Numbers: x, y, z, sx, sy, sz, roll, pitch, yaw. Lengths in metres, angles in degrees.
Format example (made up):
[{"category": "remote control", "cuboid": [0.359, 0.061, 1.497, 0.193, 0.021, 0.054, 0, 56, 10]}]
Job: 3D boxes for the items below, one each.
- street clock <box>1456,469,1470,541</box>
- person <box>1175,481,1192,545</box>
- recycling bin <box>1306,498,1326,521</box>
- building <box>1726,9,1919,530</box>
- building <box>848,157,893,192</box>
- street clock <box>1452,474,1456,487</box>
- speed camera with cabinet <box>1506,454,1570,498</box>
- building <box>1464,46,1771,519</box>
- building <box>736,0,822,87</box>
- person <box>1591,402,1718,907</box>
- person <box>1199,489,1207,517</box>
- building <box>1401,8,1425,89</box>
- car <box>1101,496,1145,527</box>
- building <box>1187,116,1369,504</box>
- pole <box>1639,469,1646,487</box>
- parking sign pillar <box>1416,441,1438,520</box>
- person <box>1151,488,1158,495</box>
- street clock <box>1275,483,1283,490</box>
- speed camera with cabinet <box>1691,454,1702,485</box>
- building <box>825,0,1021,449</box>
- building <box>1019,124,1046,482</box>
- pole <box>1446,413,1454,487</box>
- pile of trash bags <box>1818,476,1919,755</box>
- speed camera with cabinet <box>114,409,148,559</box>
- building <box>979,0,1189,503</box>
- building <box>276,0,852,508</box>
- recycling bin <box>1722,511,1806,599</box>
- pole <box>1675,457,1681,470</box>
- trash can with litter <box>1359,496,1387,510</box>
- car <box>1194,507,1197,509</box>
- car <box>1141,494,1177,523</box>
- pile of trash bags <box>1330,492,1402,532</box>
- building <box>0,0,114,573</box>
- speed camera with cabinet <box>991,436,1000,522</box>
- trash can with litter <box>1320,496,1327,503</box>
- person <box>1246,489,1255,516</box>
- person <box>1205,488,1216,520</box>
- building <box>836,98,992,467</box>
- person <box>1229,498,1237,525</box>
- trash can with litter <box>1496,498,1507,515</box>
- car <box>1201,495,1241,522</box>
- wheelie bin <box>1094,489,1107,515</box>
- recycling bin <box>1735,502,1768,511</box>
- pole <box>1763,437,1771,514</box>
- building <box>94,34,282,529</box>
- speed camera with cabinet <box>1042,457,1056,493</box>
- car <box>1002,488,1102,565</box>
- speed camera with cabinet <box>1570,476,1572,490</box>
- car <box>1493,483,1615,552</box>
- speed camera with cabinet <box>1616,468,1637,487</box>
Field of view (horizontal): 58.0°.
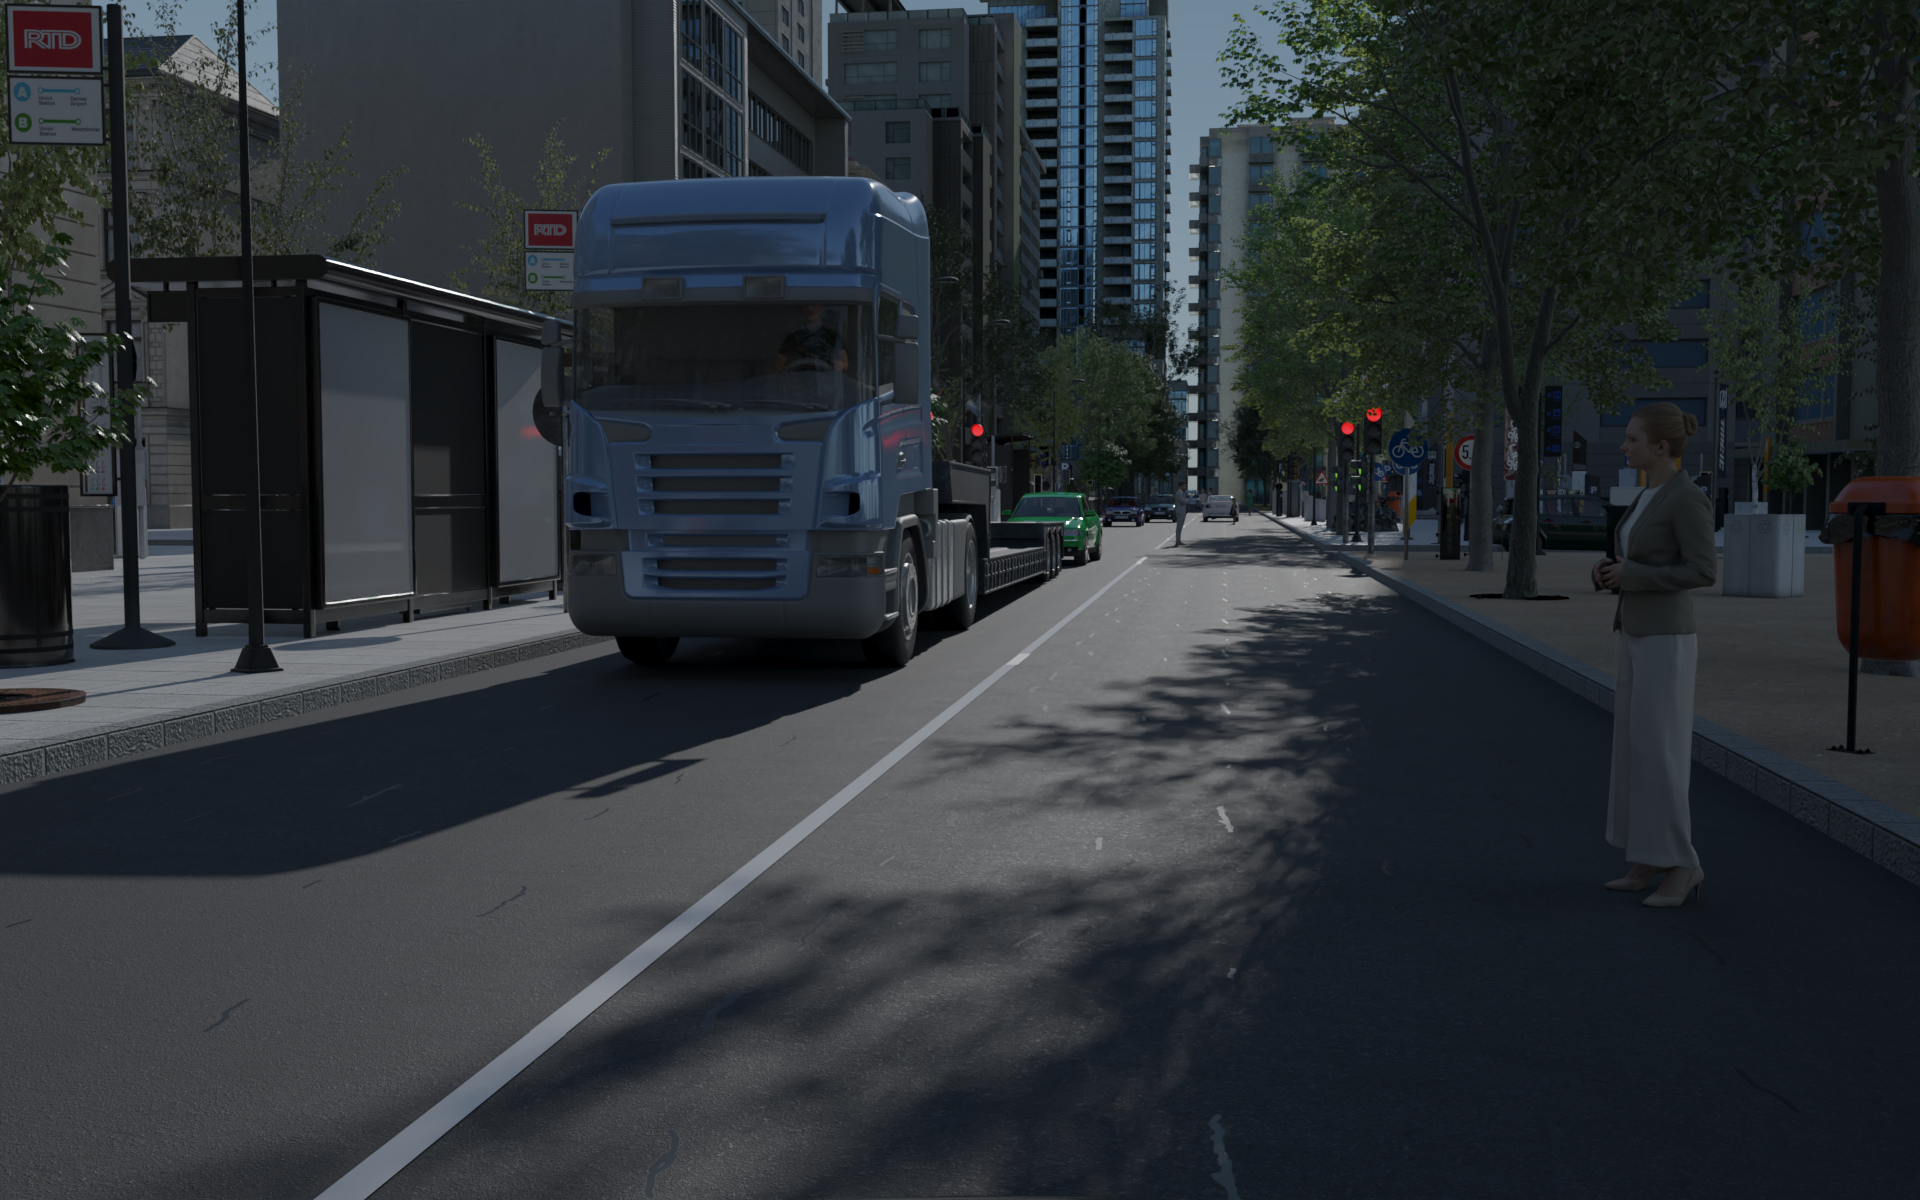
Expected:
[{"category": "street clock", "cuboid": [13.855, -2.604, 47.148, 0.471, 2.002, 0.358, -3, 5, -43]}, {"category": "person", "cuboid": [6.252, -2.434, 48.477, 0.466, 1.800, 0.511, 0, 4, 5]}, {"category": "recycling bin", "cuboid": [16.821, -4.237, 81.835, 0.722, 1.027, 0.722, 2, 4, 34]}, {"category": "building", "cuboid": [43.929, -24.914, 61.965, 28.867, 44.769, 22.147, 1, 4, 9]}, {"category": "building", "cuboid": [-9.004, -16.168, 100.504, 11.583, 22.565, 21.152, 1, 4, 9]}, {"category": "street clock", "cuboid": [17.346, -3.417, 60.444, 0.471, 2.002, 0.358, 1, 4, 21]}, {"category": "speed camera with cabinet", "cuboid": [21.208, -4.249, 63.808, 2.038, 3.252, 0.660, 1, 4, 10]}, {"category": "building", "cuboid": [38.347, -34.224, 101.556, 21.231, 58.520, 28.212, 1, 4, 9]}, {"category": "building", "cuboid": [-26.238, -45.433, 181.076, 20.611, 71.187, 20.563, 1, 4, 9]}, {"category": "person", "cuboid": [2.451, 0.174, 6.205, 0.362, 1.759, 0.519, 0, 4, 0]}, {"category": "person", "cuboid": [15.431, -6.104, 108.965, 0.731, 1.740, 0.598, -1, 4, -14]}, {"category": "building", "cuboid": [52.450, -33.327, 164.496, 23.786, 49.044, 30.456, 1, 4, 9]}, {"category": "car", "cuboid": [7.299, -3.952, 77.191, 1.945, 1.354, 3.894, 1, 4, 8]}, {"category": "building", "cuboid": [44.810, -36.894, 222.826, 30.456, 49.044, 23.786, 1, 4, 9]}, {"category": "pole", "cuboid": [21.567, -3.723, 54.712, 0.158, 3.312, 0.155, 0, 3, 0]}, {"category": "parking sign pillar", "cuboid": [23.631, -6.068, 87.690, 1.447, 3.967, 1.447, -3, 5, -42]}, {"category": "person", "cuboid": [11.173, -5.561, 99.604, 0.511, 1.800, 0.466, 1, 4, 15]}, {"category": "street clock", "cuboid": [20.572, -6.555, 111.749, 0.471, 2.002, 0.358, -2, 4, -23]}, {"category": "speed camera with cabinet", "cuboid": [35.715, -5.567, 85.357, 2.038, 3.252, 0.660, 3, 4, 38]}, {"category": "building", "cuboid": [-2.714, -28.156, 143.942, 14.154, 41.232, 14.086, 1, 4, 9]}, {"category": "building", "cuboid": [-4.203, -29.446, 173.327, 23.993, 40.220, 32.217, 1, 4, 9]}, {"category": "pole", "cuboid": [12.391, -3.060, 43.875, 0.158, 3.312, 0.155, 0, 3, 0]}, {"category": "pile of trash bags", "cuboid": [5.302, 0.141, 7.454, 1.912, 1.369, 3.447, -2, 4, -28]}, {"category": "speed camera with cabinet", "cuboid": [-16.635, -2.468, 34.693, 0.660, 3.252, 2.038, -2, 4, -26]}, {"category": "building", "cuboid": [14.360, -55.851, 225.827, 31.000, 86.520, 22.319, 1, 4, 9]}, {"category": "building", "cuboid": [-14.667, -15.622, 74.482, 14.314, 24.678, 30.058, 1, 4, 9]}, {"category": "recycling bin", "cuboid": [10.074, -0.560, 21.708, 0.722, 1.027, 0.722, -3, 4, -39]}, {"category": "pole", "cuboid": [21.754, -3.589, 52.530, 0.158, 3.312, 0.155, 0, 3, 0]}, {"category": "trash can with litter", "cuboid": [15.463, -3.304, 65.408, 1.055, 1.170, 0.624, 2, 4, 33]}, {"category": "car", "cuboid": [22.726, -9.818, 172.884, 2.083, 1.381, 4.827, 0, 4, 7]}, {"category": "car", "cuboid": [10.216, -4.787, 88.052, 2.009, 1.686, 4.222, 1, 4, 9]}, {"category": "pile of trash bags", "cuboid": [14.341, -3.067, 59.903, 1.912, 1.369, 3.447, 3, 5, 41]}, {"category": "building", "cuboid": [-27.141, -13.913, 24.736, 25.104, 27.353, 12.463, 1, 4, 9]}, {"category": "speed camera with cabinet", "cuboid": [1.007, -3.974, 59.306, 0.660, 3.252, 2.038, 0, 4, 6]}, {"category": "trash can with litter", "cuboid": [20.589, -5.386, 99.449, 1.055, 1.170, 0.624, -1, 4, -18]}, {"category": "person", "cuboid": [19.286, -6.509, 115.173, 0.600, 1.795, 0.529, 2, 4, 24]}, {"category": "person", "cuboid": [13.905, -5.356, 96.344, 0.850, 1.792, 0.678, 2, 4, 28]}, {"category": "building", "cuboid": [-5.508, -21.943, 130.463, 14.160, 30.474, 14.107, 1, 4, 9]}, {"category": "person", "cuboid": [12.833, -4.171, 81.362, 0.373, 1.253, 0.362, 0, 4, 7]}, {"category": "trash can with litter", "cuboid": [21.368, -3.455, 67.881, 0.624, 1.170, 1.055, -1, 4, -20]}, {"category": "car", "cuboid": [13.710, -4.810, 91.005, 2.083, 1.381, 4.827, 1, 4, 8]}, {"category": "wheelie bin", "cuboid": [8.455, -5.914, 104.599, 0.693, 1.594, 0.980, -3, 5, -40]}, {"category": "recycling bin", "cuboid": [24.674, -2.537, 54.033, 0.722, 1.027, 0.722, -3, 4, -38]}, {"category": "pole", "cuboid": [29.039, -4.190, 62.345, 0.158, 3.312, 0.155, 0, 3, 0]}, {"category": "building", "cuboid": [-37.222, -12.498, 68.973, 19.286, 19.102, 10.561, 1, 4, 9]}, {"category": "speed camera with cabinet", "cuboid": [4.117, -6.024, 92.833, 2.038, 3.252, 0.660, 2, 4, 30]}, {"category": "car", "cuboid": [1.940, -1.681, 36.276, 1.959, 1.807, 4.718, 1, 4, 10]}, {"category": "speed camera with cabinet", "cuboid": [30.294, -5.550, 85.071, 2.038, 3.252, 0.660, 0, 4, -3]}, {"category": "car", "cuboid": [14.278, -1.823, 39.593, 4.222, 1.686, 2.009, 1, 4, 9]}, {"category": "speed camera with cabinet", "cuboid": [23.770, -4.128, 61.826, 0.660, 3.252, 2.038, 1, 4, 20]}]
